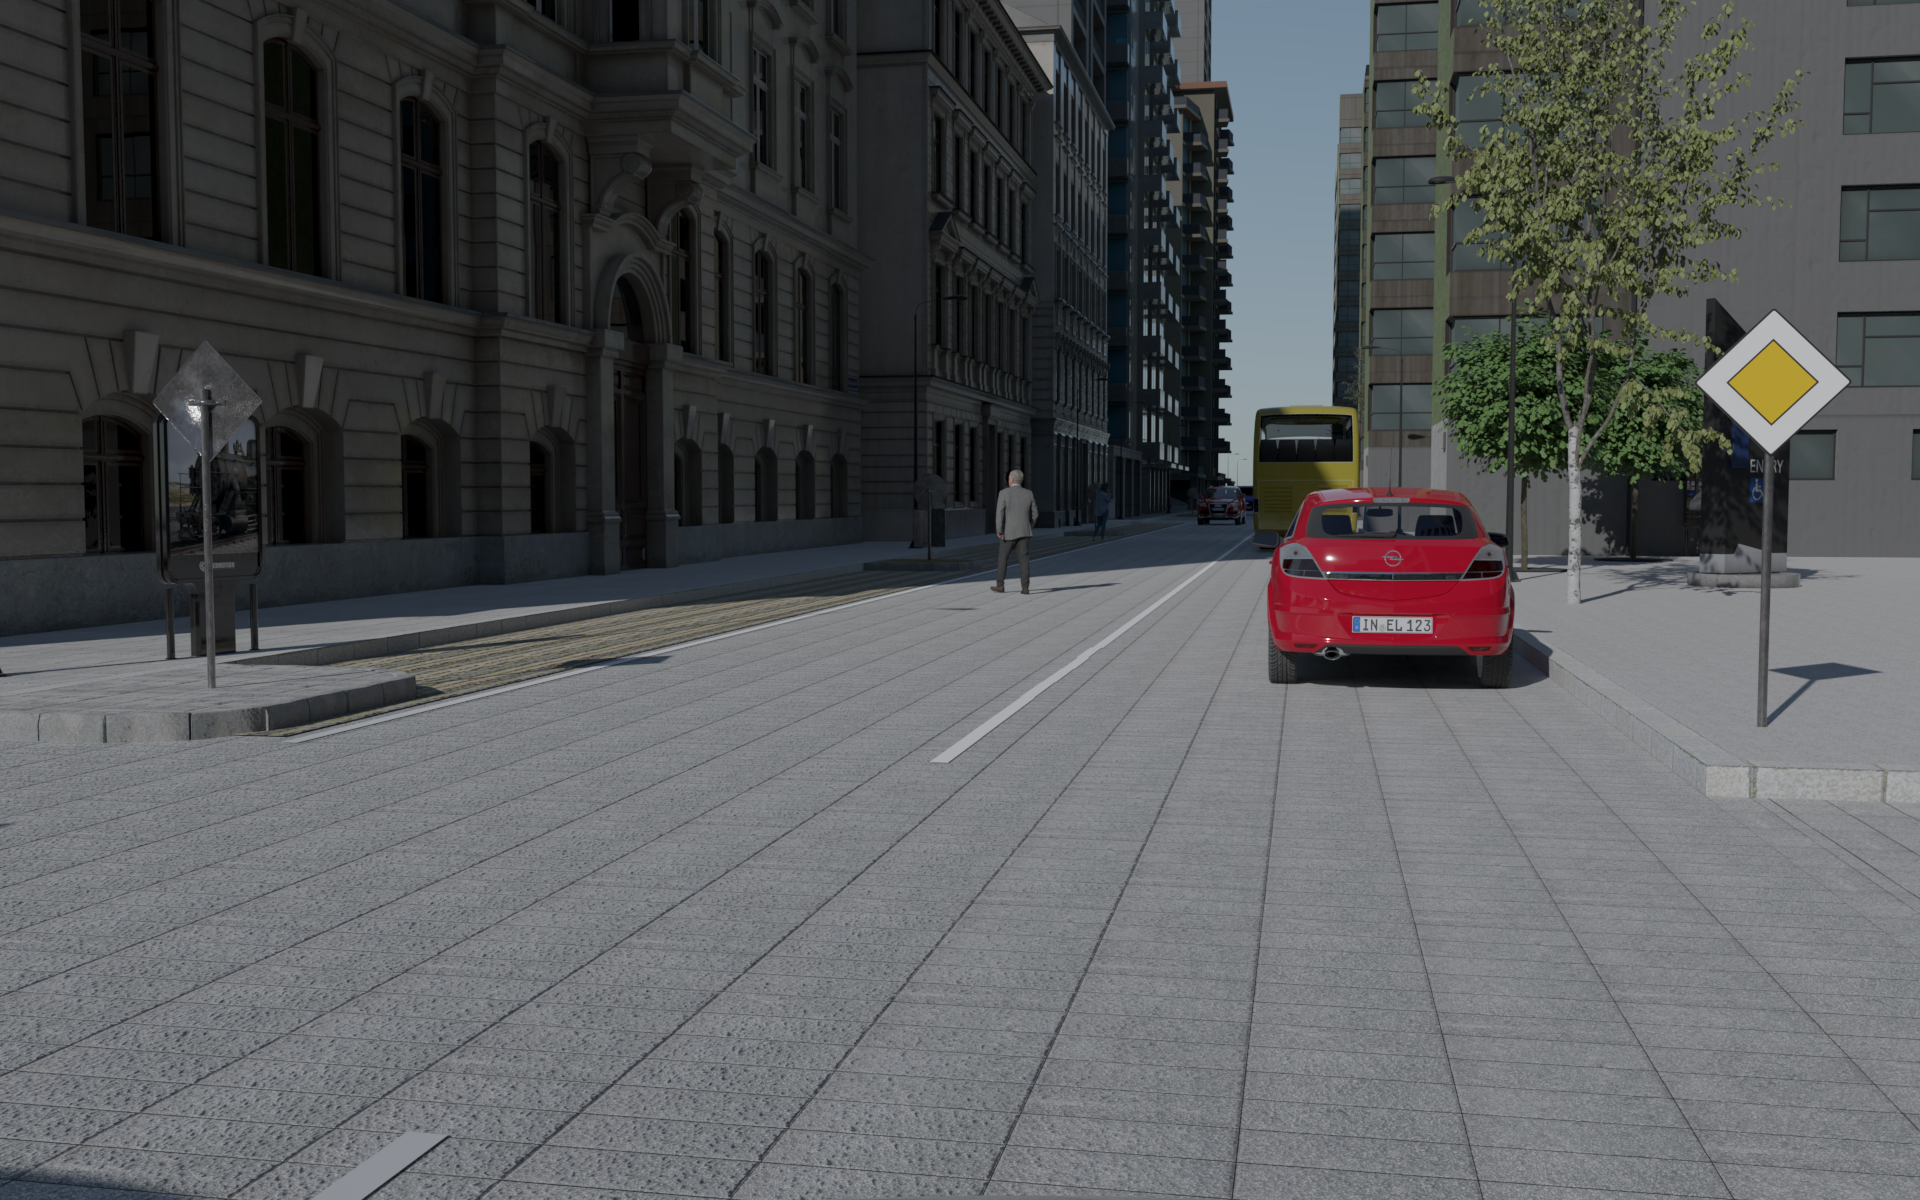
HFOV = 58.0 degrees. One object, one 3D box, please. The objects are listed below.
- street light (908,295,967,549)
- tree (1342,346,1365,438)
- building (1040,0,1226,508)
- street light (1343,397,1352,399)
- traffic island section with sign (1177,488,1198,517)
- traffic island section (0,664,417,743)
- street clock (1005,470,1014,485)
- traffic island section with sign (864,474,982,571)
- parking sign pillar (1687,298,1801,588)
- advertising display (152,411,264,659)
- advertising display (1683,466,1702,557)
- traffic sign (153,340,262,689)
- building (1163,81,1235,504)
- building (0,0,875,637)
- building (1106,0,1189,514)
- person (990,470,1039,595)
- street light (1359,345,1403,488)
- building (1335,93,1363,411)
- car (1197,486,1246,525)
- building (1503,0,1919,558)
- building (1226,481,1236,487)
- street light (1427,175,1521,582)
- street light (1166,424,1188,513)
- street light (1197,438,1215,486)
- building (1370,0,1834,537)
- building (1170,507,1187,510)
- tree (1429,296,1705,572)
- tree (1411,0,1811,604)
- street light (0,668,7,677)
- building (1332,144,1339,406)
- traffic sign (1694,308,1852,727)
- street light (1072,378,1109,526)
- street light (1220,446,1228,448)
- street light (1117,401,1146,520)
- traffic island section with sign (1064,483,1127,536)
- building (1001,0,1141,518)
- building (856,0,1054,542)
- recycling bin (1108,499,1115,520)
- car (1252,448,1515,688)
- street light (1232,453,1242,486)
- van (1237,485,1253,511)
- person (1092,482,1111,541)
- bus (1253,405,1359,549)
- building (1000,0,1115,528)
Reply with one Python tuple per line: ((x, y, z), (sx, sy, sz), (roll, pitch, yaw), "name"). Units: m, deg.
((-0.516, -4.166, 40.653), (1.470, 5.913, 1.316), (1, 4, 11), "street light")
((19.760, -7.875, 79.119), (4.360, 8.622, 3.978), (0, 3, 0), "tree")
((21.510, -46.998, 206.665), (20.563, 71.187, 20.611), (1, 4, 11), "building")
((18.996, -6.745, 82.827), (1.470, 5.913, 1.316), (1, 4, 11), "street light")
((14.765, -6.172, 109.547), (1.989, 1.847, 2.006), (1, 4, 11), "traffic island section with sign")
((-4.963, 0.663, 11.442), (2.009, 0.180, 2.903), (1, 4, 11), "traffic island section")
((1.624, -2.927, 52.419), (0.471, 2.002, 0.358), (3, 5, 42), "street clock")
((-0.632, -1.485, 32.914), (1.989, 1.847, 2.006), (1, 4, 11), "traffic island section with sign")
((10.955, -2.180, 24.116), (1.447, 3.967, 1.447), (-2, 4, -28), "parking sign pillar")
((-5.971, -0.525, 13.801), (0.123, 1.923, 0.974), (1, 4, 23), "advertising display")
((15.293, -1.843, 35.351), (0.974, 1.923, 0.123), (1, 4, 10), "advertising display")
((-4.938, -0.473, 11.375), (0.795, 2.450, 0.064), (1, 4, 11), "traffic sign")
((17.329, -32.309, 182.879), (22.147, 44.769, 28.867), (1, 4, 11), "building")
((-10.936, -12.854, 29.248), (14.460, 24.649, 34.723), (1, 4, 11), "building")
((3.820, -30.757, 122.487), (23.786, 49.044, 30.456), (1, 4, 11), "building")
((0.761, -0.984, 24.981), (0.661, 1.777, 0.834), (-2, 4, -28), "person")
((13.202, -4.987, 54.074), (1.470, 5.913, 1.316), (1, 4, 11), "street light")
((46.107, -30.309, 179.140), (14.154, 41.232, 14.086), (1, 4, 11), "building")
((12.388, -4.471, 81.773), (2.281, 1.827, 5.304), (1, 4, 13), "car")
((18.510, -16.477, 41.100), (14.160, 30.474, 14.107), (1, 4, 11), "building")
((20.617, -33.060, 232.416), (32.217, 40.220, 23.993), (1, 4, 11), "building")
((7.506, -3.227, 25.300), (1.470, 5.913, 1.316), (1, 4, 11), "street light")
((14.463, -8.734, 115.346), (1.470, 5.913, 1.316), (1, 4, 11), "street light")
((20.403, -10.537, 144.824), (1.470, 5.913, 1.316), (1, 4, 11), "street light")
((22.069, -17.833, 63.271), (14.160, 30.474, 14.107), (1, 4, 11), "building")
((4.937, -28.046, 150.431), (32.217, 40.220, 23.993), (1, 4, 11), "building")
((9.542, -2.766, 28.946), (4.285, 4.588, 4.351), (0, 3, 0), "tree")
((7.155, -4.246, 19.786), (4.737, 8.622, 4.395), (0, 3, 0), "tree")
((-6.345, -2.404, 11.848), (1.470, 5.913, 1.316), (1, 4, 11), "street light")
((59.765, -36.848, 226.169), (21.300, 48.544, 21.600), (1, 4, 11), "building")
((4.415, -0.357, 9.481), (0.795, 2.450, 0.064), (1, 4, 11), "traffic sign")
((5.242, -5.925, 69.414), (1.470, 5.913, 1.316), (1, 4, 11), "street light")
((25.415, -12.016, 169.005), (1.470, 5.913, 1.316), (1, 4, 11), "street light")
((8.596, -6.977, 86.608), (1.470, 5.913, 1.316), (1, 4, 11), "street light")
((4.671, -3.102, 59.345), (1.989, 1.847, 2.006), (1, 4, 11), "traffic island section with sign")
((-0.331, -40.245, 96.265), (20.563, 71.187, 20.611), (1, 4, 11), "building")
((-3.621, -11.695, 55.833), (10.561, 19.102, 19.286), (1, 4, 11), "building")
((7.303, -4.485, 85.886), (0.722, 1.027, 0.722), (0, 4, 4), "recycling bin")
((3.497, -0.327, 14.385), (2.155, 1.783, 4.494), (1, 4, 11), "car")
((31.238, -13.811, 198.351), (1.470, 5.913, 1.316), (1, 4, 11), "street light")
((19.922, -7.028, 119.291), (2.240, 2.365, 5.245), (1, 4, 12), "van")
((4.272, -2.668, 52.381), (0.793, 1.790, 0.793), (2, 4, 29), "person")
((9.535, -3.444, 47.864), (2.896, 3.916, 12.252), (1, 4, 11), "bus")
((0.710, -13.754, 74.023), (9.793, 20.994, 18.267), (1, 4, 11), "building")
